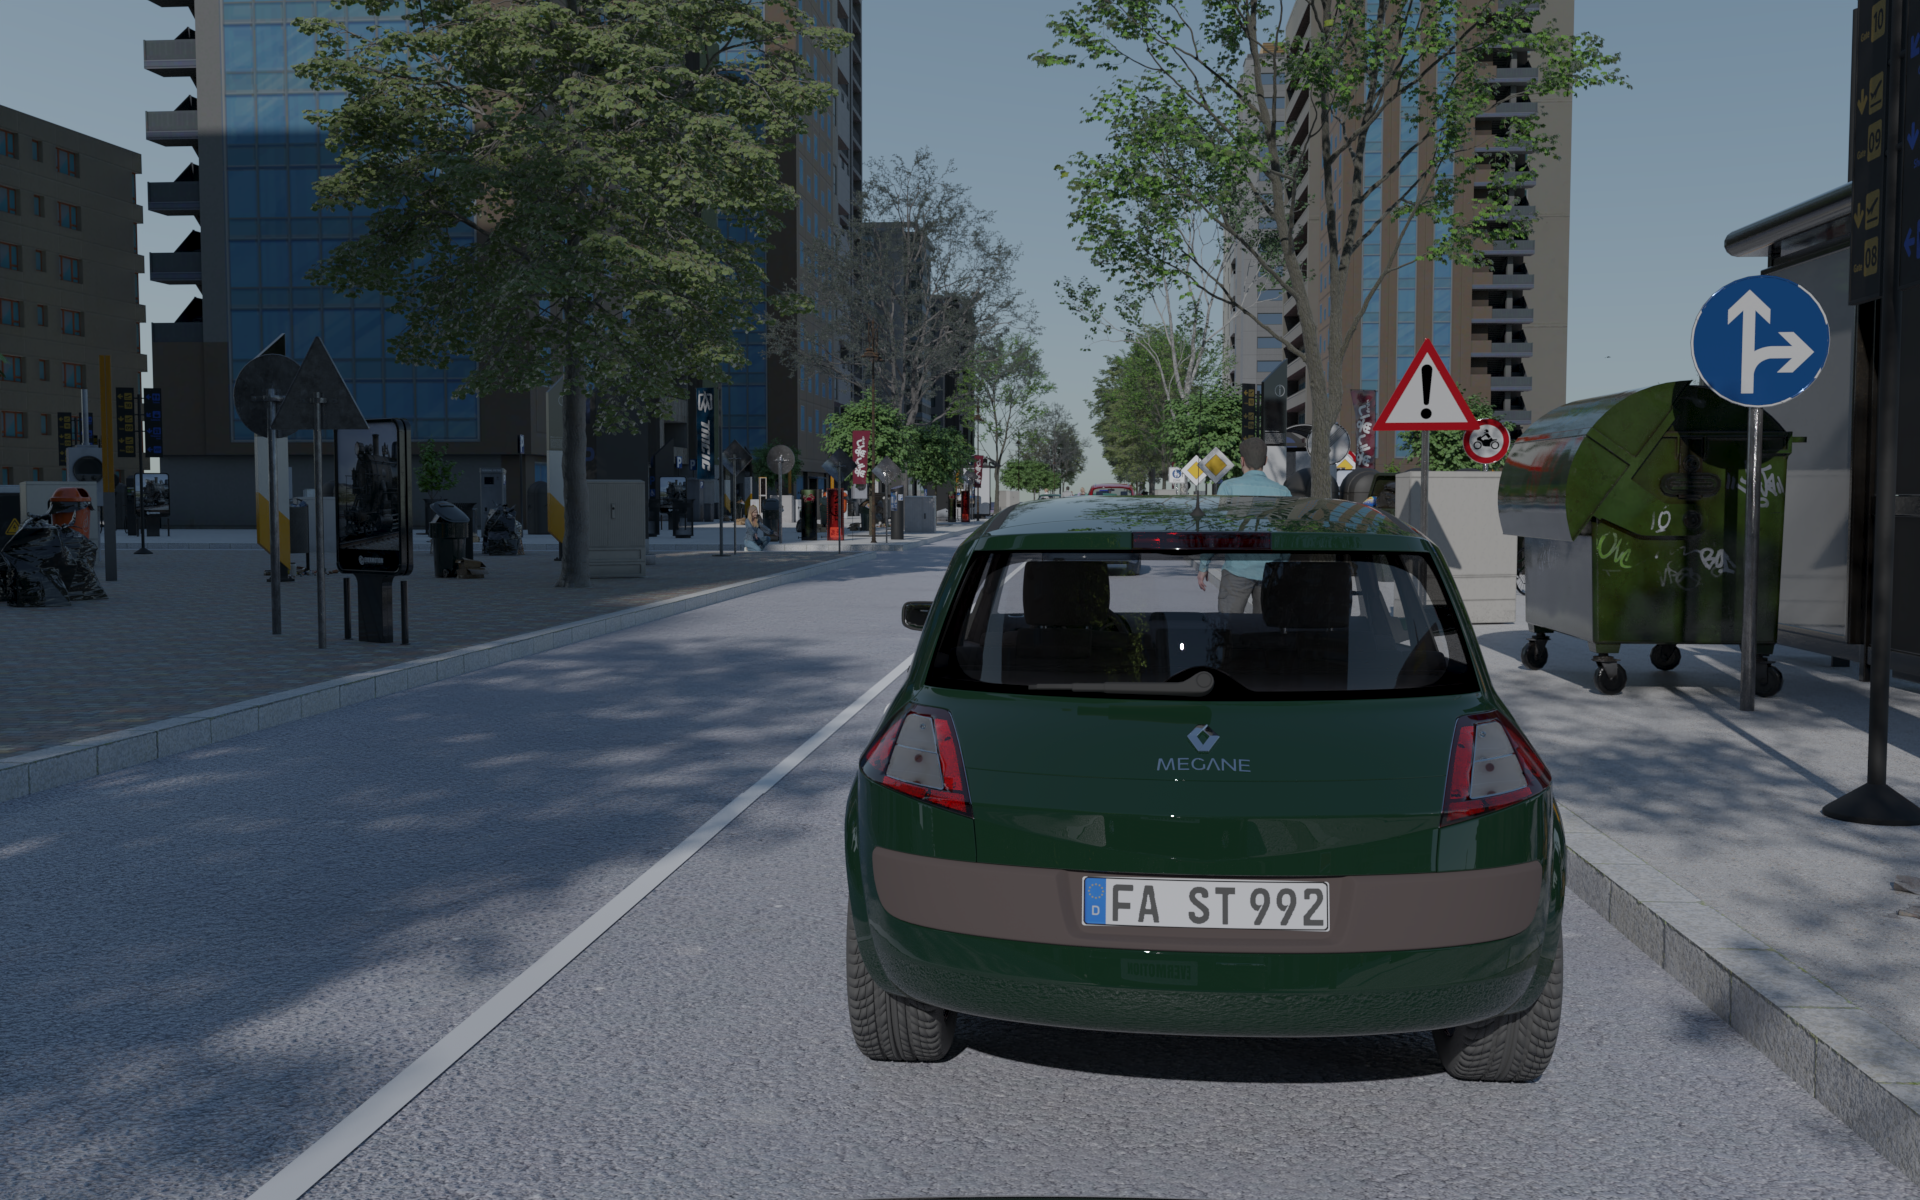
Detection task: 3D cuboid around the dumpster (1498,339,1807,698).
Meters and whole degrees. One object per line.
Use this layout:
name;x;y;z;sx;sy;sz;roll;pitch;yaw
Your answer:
dumpster;4.615;-0.564;11.716;1.502;2.255;1.985;0;4;5

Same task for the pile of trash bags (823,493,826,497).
pile of trash bags;-7.087;-5.448;98.825;1.912;1.369;3.447;1;4;10

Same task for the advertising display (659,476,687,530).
advertising display;-10.249;-3.467;61.891;0.974;1.923;0.123;0;4;-6

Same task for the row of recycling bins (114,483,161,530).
row of recycling bins;-30.113;-3.488;64.136;1.069;1.692;3.534;1;4;18

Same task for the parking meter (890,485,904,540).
parking meter;-1.765;-2.464;48.696;0.372;1.533;0.369;0;3;0

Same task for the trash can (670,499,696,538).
trash can;-8.053;-2.367;50.350;0.748;1.137;0.748;0;3;0

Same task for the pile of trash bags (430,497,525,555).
pile of trash bags;-10.927;-1.650;36.729;3.447;1.369;1.912;0;4;-5

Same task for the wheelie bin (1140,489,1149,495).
wheelie bin;11.992;-6.434;113.103;0.693;1.594;0.980;0;4;1

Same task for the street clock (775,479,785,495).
street clock;-8.459;-4.690;81.253;0.471;2.002;0.358;3;5;42

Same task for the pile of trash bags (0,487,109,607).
pile of trash bags;-11.296;-0.685;20.955;1.912;1.369;3.447;0;4;-8

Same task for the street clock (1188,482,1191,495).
street clock;12.872;-5.747;98.538;0.471;2.002;0.358;3;4;36

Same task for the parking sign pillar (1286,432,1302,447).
parking sign pillar;10.717;-4.234;57.693;1.447;3.967;1.447;1;4;10

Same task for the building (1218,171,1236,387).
building;54.004;-41.116;261.481;28.713;52.752;27.495;0;4;5

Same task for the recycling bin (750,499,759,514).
recycling bin;-9.354;-4.185;80.981;0.722;1.027;0.722;1;4;10

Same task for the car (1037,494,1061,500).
car;5.189;-5.364;99.493;2.131;1.459;4.920;0;4;4

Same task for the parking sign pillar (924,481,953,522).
parking sign pillar;-1.010;-5.688;81.473;1.447;3.967;1.447;-1;4;-20

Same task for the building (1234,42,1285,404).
building;47.663;-42.257;232.907;21.231;58.520;28.212;0;4;5

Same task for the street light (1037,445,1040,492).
street light;7.255;-11.381;158.864;0.468;5.910;1.993;0;4;5

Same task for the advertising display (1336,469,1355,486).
advertising display;10.108;-2.397;44.411;0.974;1.923;0.123;2;4;28

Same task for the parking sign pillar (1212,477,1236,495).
parking sign pillar;9.398;-4.369;59.907;1.447;3.967;1.447;-1;4;-10

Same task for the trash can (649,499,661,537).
trash can;-9.297;-2.457;51.833;0.748;1.137;0.748;0;3;0

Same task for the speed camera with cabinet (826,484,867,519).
speed camera with cabinet;-5.821;-5.785;88.922;2.038;3.252;0.660;-1;4;-22

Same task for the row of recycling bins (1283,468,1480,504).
row of recycling bins;6.818;-1.239;27.367;3.534;1.692;1.069;-1;4;-13

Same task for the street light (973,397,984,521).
street light;0.861;-6.721;82.672;0.468;5.910;1.993;0;4;5

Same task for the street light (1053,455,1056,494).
street light;11.140;-14.170;204.471;0.468;5.910;1.993;0;4;5

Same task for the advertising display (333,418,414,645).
advertising display;-5.068;-0.597;14.969;0.974;1.923;0.123;3;4;38

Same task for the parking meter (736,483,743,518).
parking meter;-11.614;-5.227;91.176;0.255;1.863;0.399;-3;5;-43

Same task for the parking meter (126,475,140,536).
parking meter;-25.533;-2.920;53.457;0.255;1.863;0.399;-1;4;-9

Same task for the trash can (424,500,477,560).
trash can;-8.307;-1.027;28.437;0.748;1.137;0.748;0;3;0

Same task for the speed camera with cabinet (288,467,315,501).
speed camera with cabinet;-21.309;-3.781;56.156;2.038;3.252;0.660;-2;4;-27

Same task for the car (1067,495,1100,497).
car;2.458;-1.213;31.835;2.014;1.417;4.499;0;4;6

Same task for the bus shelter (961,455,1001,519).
bus shelter;1.011;-5.987;91.812;2.014;3.302;5.546;0;4;5

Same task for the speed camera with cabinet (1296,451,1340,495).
speed camera with cabinet;7.802;-2.540;35.860;2.038;3.252;0.660;-3;5;-40

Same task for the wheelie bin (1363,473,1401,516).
wheelie bin;6.413;-1.073;25.449;0.980;1.594;0.693;-1;4;-11

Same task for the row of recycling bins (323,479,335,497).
row of recycling bins;-16.296;-2.439;46.991;3.534;1.692;1.069;3;5;45

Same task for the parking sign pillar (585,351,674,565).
parking sign pillar;-6.271;-2.628;31.441;1.447;3.967;1.447;2;4;35

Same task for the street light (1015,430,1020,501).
street light;4.127;-9.103;121.622;0.468;5.910;1.993;0;4;5

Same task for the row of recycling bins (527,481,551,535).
row of recycling bins;-11.996;-2.949;55.336;3.534;1.692;1.069;-1;4;-21

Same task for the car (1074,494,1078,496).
car;14.755;-12.378;214.379;2.014;1.417;4.499;0;4;4

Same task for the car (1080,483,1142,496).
car;5.384;-3.237;61.599;2.281;1.827;5.304;0;4;4

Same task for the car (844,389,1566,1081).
car;0.730;0.250;5.697;2.009;1.686;4.222;0;4;6

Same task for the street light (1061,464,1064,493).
street light;14.334;-16.448;241.708;0.468;5.910;1.993;0;4;5

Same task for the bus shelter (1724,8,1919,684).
bus shelter;6.995;-2.107;12.087;2.179;5.291;8.768;0;4;5

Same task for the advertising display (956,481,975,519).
advertising display;0.296;-5.062;87.984;0.974;1.923;0.123;1;4;16

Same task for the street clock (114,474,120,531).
street clock;-29.564;-3.415;60.400;0.471;2.002;0.358;-1;4;-13

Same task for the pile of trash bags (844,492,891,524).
pile of trash bags;-3.771;-3.994;75.047;3.447;1.369;1.912;1;4;9

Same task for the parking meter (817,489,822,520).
parking meter;-7.039;-4.748;86.044;0.372;1.533;0.369;0;3;0

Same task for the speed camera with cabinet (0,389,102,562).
speed camera with cabinet;-17.010;-2.319;32.254;2.038;3.252;0.660;-2;4;-32

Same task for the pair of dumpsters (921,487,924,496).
pair of dumpsters;-2.800;-5.289;88.963;1.574;2.255;4.437;0;4;5

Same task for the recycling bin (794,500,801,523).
recycling bin;-7.377;-4.016;78.216;0.722;1.027;0.722;3;4;36

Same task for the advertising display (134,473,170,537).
advertising display;-24.378;-2.878;52.274;0.974;1.923;0.123;-2;4;-28

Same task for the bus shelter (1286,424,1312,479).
bus shelter;10.155;-3.592;52.656;2.014;3.302;5.546;0;4;5

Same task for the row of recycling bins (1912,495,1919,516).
row of recycling bins;13.851;-0.985;23.222;1.069;1.692;3.534;0;4;6

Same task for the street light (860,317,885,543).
street light;-2.270;-4.441;45.405;0.468;5.910;1.993;0;4;5

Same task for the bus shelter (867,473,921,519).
bus shelter;-3.136;-6.317;80.907;2.179;5.291;8.768;0;4;5
